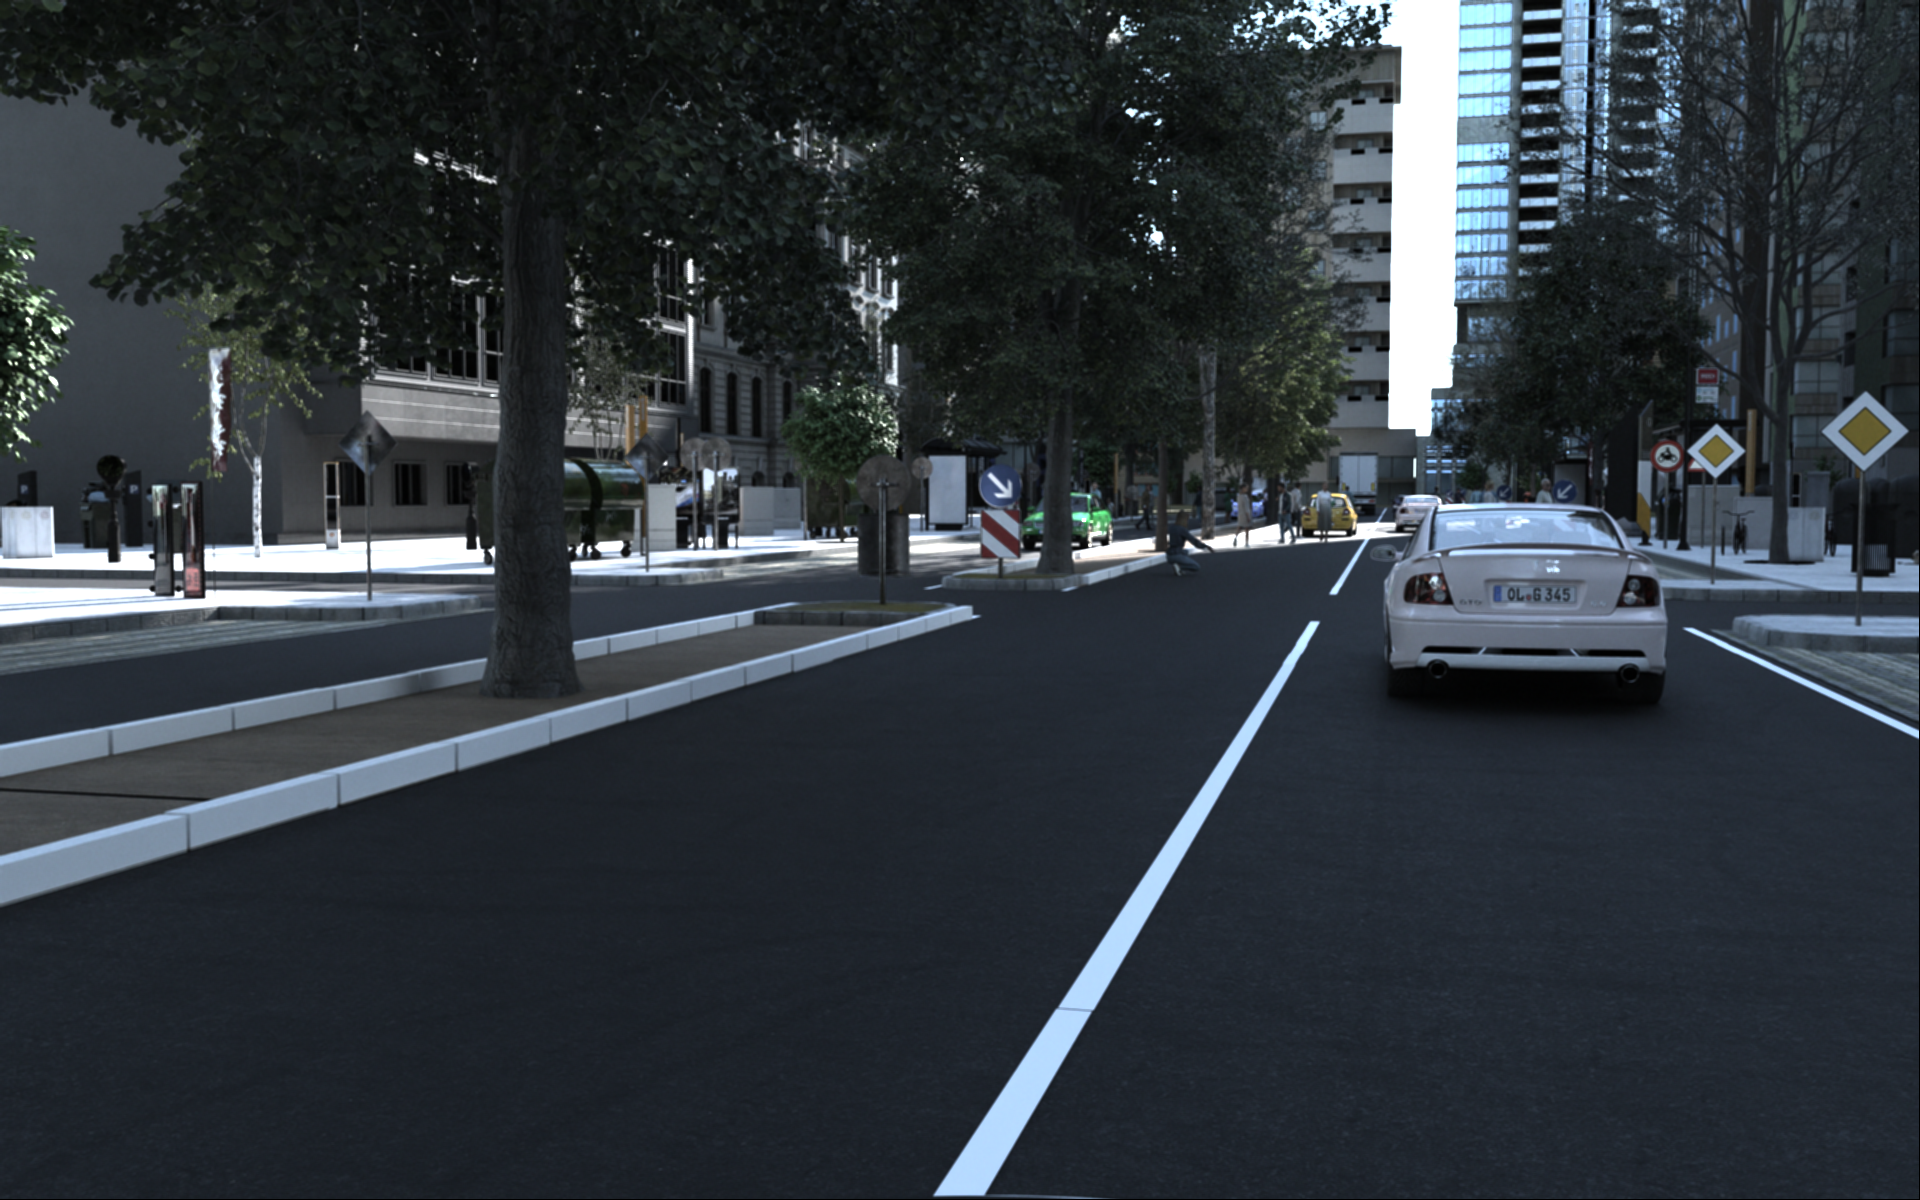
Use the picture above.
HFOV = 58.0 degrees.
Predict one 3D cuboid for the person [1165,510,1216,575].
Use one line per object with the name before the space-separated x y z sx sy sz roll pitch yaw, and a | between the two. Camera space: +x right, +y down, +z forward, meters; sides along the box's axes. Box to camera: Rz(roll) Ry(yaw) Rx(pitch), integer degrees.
person | 3.956 -1.032 30.870 0.738 1.151 1.012 -2 4 -30

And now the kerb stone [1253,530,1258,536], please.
kerb stone | 10.090 -2.291 59.658 0.120 0.150 1.000 1 4 14

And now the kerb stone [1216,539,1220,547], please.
kerb stone | 6.839 -1.501 46.741 0.120 0.150 1.000 1 4 14

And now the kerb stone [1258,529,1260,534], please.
kerb stone | 10.339 -2.349 60.667 0.120 0.150 1.000 1 4 14

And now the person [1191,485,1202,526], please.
person | 10.801 -4.266 78.227 0.794 1.824 0.713 0 4 -6

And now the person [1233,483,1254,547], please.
person | 7.579 -2.268 46.338 0.466 1.731 0.760 2 4 33

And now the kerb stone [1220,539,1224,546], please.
kerb stone | 7.095 -1.562 47.737 0.120 0.150 1.000 1 4 14

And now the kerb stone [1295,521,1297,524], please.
kerb stone | 17.086 -3.990 87.536 0.120 0.150 1.000 1 4 14

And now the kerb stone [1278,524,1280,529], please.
kerb stone | 12.835 -2.960 70.626 0.120 0.150 1.000 1 4 14

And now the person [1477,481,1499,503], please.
person | 14.411 -2.353 47.308 0.601 1.785 0.444 2 4 24

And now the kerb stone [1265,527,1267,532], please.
kerb stone | 11.085 -2.535 63.642 0.120 0.150 1.000 1 4 14

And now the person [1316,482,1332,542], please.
person | 10.859 -2.628 51.690 0.478 1.798 0.641 1 4 9

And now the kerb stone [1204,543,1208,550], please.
kerb stone | 6.087 -1.319 43.755 0.120 0.150 1.000 1 4 14

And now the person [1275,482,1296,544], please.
person | 9.407 -2.532 50.250 0.721 1.781 0.623 -3 5 -41

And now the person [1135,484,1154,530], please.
person | 7.400 -3.719 69.209 0.836 1.842 0.656 -1 4 -15

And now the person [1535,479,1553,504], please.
person | 12.696 -1.762 37.802 0.515 1.767 0.782 3 4 39

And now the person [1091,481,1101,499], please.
person | 4.294 -2.812 54.338 0.748 1.841 0.638 0 4 -8

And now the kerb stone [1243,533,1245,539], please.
kerb stone | 8.843 -1.987 54.690 0.120 0.150 1.000 1 4 14

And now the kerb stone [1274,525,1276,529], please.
kerb stone | 12.346 -2.839 68.632 0.120 0.150 1.000 1 4 14

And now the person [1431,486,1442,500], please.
person | 23.790 -4.782 86.677 0.713 1.824 0.794 -2 4 -25

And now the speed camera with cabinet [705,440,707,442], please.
speed camera with cabinet | -8.764 -4.231 63.516 2.038 3.252 0.660 -3 4 -36

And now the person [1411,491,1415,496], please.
person | 40.774 -8.997 156.310 1.217 1.735 0.721 -3 5 -40

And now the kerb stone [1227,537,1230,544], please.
kerb stone | 7.586 -1.680 49.723 0.120 0.150 1.000 1 4 14

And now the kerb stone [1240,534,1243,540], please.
kerb stone | 8.586 -1.925 53.701 0.120 0.150 1.000 1 4 14

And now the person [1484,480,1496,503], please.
person | 13.077 -2.083 42.915 0.624 1.780 0.694 1 4 16

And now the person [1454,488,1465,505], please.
person | 28.712 -5.529 99.354 0.683 1.767 0.568 -1 4 -21

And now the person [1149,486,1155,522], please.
person | 8.875 -4.454 81.527 0.583 1.804 0.606 1 4 11

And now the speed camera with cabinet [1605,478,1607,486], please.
speed camera with cabinet | 36.599 -6.172 95.252 2.038 3.252 0.660 2 4 27

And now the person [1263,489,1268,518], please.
person | 18.440 -5.831 104.779 0.436 1.711 0.756 2 4 32

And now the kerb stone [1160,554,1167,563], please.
kerb stone | 4.092 -0.830 35.803 0.120 0.150 1.000 1 4 14

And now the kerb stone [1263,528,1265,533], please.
kerb stone | 10.839 -2.474 62.649 0.120 0.150 1.000 1 4 14

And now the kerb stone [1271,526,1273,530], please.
kerb stone | 11.836 -2.718 66.633 0.120 0.150 1.000 1 4 14

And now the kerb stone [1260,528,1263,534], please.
kerb stone | 10.587 -2.414 61.659 0.120 0.150 1.000 1 4 14

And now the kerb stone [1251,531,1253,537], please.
kerb stone | 9.586 -2.166 57.667 0.120 0.150 1.000 1 4 14

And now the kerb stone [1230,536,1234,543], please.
kerb stone | 7.841 -1.744 50.715 0.120 0.150 1.000 1 4 14

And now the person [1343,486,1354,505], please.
person | 19.946 -4.948 89.268 0.638 1.841 0.748 3 5 43

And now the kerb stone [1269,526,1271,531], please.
kerb stone | 11.588 -2.653 65.632 0.120 0.150 1.000 1 4 14

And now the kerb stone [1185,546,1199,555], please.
kerb stone | 5.592 -1.197 41.771 0.120 0.150 1.000 1 4 14

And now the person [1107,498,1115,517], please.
person | 6.678 -3.890 76.787 0.352 1.250 0.332 0 4 1

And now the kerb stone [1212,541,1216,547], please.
kerb stone | 6.596 -1.440 45.747 0.120 0.150 1.000 1 4 14

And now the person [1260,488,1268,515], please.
person | 20.599 -6.613 116.614 1.348 1.826 0.705 1 4 12

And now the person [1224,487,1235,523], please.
person | 13.184 -4.678 85.237 0.529 1.795 0.600 -3 4 -36

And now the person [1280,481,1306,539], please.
person | 10.589 -2.853 55.000 0.795 1.843 0.661 -1 4 -10

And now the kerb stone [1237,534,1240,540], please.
kerb stone | 8.337 -1.864 52.709 0.120 0.150 1.000 1 4 14

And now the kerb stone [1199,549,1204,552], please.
kerb stone | 5.840 -1.258 42.763 0.120 0.150 1.000 1 4 14

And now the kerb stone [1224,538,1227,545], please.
kerb stone | 7.343 -1.623 48.730 0.120 0.150 1.000 1 4 14

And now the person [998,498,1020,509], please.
person | 1.162 -1.977 41.659 0.563 1.720 0.643 -1 4 -15

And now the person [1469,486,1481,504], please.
person | 23.683 -4.335 79.392 0.660 1.820 0.620 -1 4 -15

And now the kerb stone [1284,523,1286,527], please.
kerb stone | 13.839 -3.205 74.604 0.120 0.150 1.000 1 4 14

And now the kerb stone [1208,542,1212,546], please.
kerb stone | 6.343 -1.380 44.754 0.120 0.150 1.000 1 4 14

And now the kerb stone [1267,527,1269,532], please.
kerb stone | 11.331 -2.595 64.634 0.120 0.150 1.000 1 4 14

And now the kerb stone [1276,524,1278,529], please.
kerb stone | 12.588 -2.899 69.634 0.120 0.150 1.000 1 4 14

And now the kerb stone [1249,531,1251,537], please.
kerb stone | 9.345 -2.109 56.674 0.120 0.150 1.000 1 4 14
